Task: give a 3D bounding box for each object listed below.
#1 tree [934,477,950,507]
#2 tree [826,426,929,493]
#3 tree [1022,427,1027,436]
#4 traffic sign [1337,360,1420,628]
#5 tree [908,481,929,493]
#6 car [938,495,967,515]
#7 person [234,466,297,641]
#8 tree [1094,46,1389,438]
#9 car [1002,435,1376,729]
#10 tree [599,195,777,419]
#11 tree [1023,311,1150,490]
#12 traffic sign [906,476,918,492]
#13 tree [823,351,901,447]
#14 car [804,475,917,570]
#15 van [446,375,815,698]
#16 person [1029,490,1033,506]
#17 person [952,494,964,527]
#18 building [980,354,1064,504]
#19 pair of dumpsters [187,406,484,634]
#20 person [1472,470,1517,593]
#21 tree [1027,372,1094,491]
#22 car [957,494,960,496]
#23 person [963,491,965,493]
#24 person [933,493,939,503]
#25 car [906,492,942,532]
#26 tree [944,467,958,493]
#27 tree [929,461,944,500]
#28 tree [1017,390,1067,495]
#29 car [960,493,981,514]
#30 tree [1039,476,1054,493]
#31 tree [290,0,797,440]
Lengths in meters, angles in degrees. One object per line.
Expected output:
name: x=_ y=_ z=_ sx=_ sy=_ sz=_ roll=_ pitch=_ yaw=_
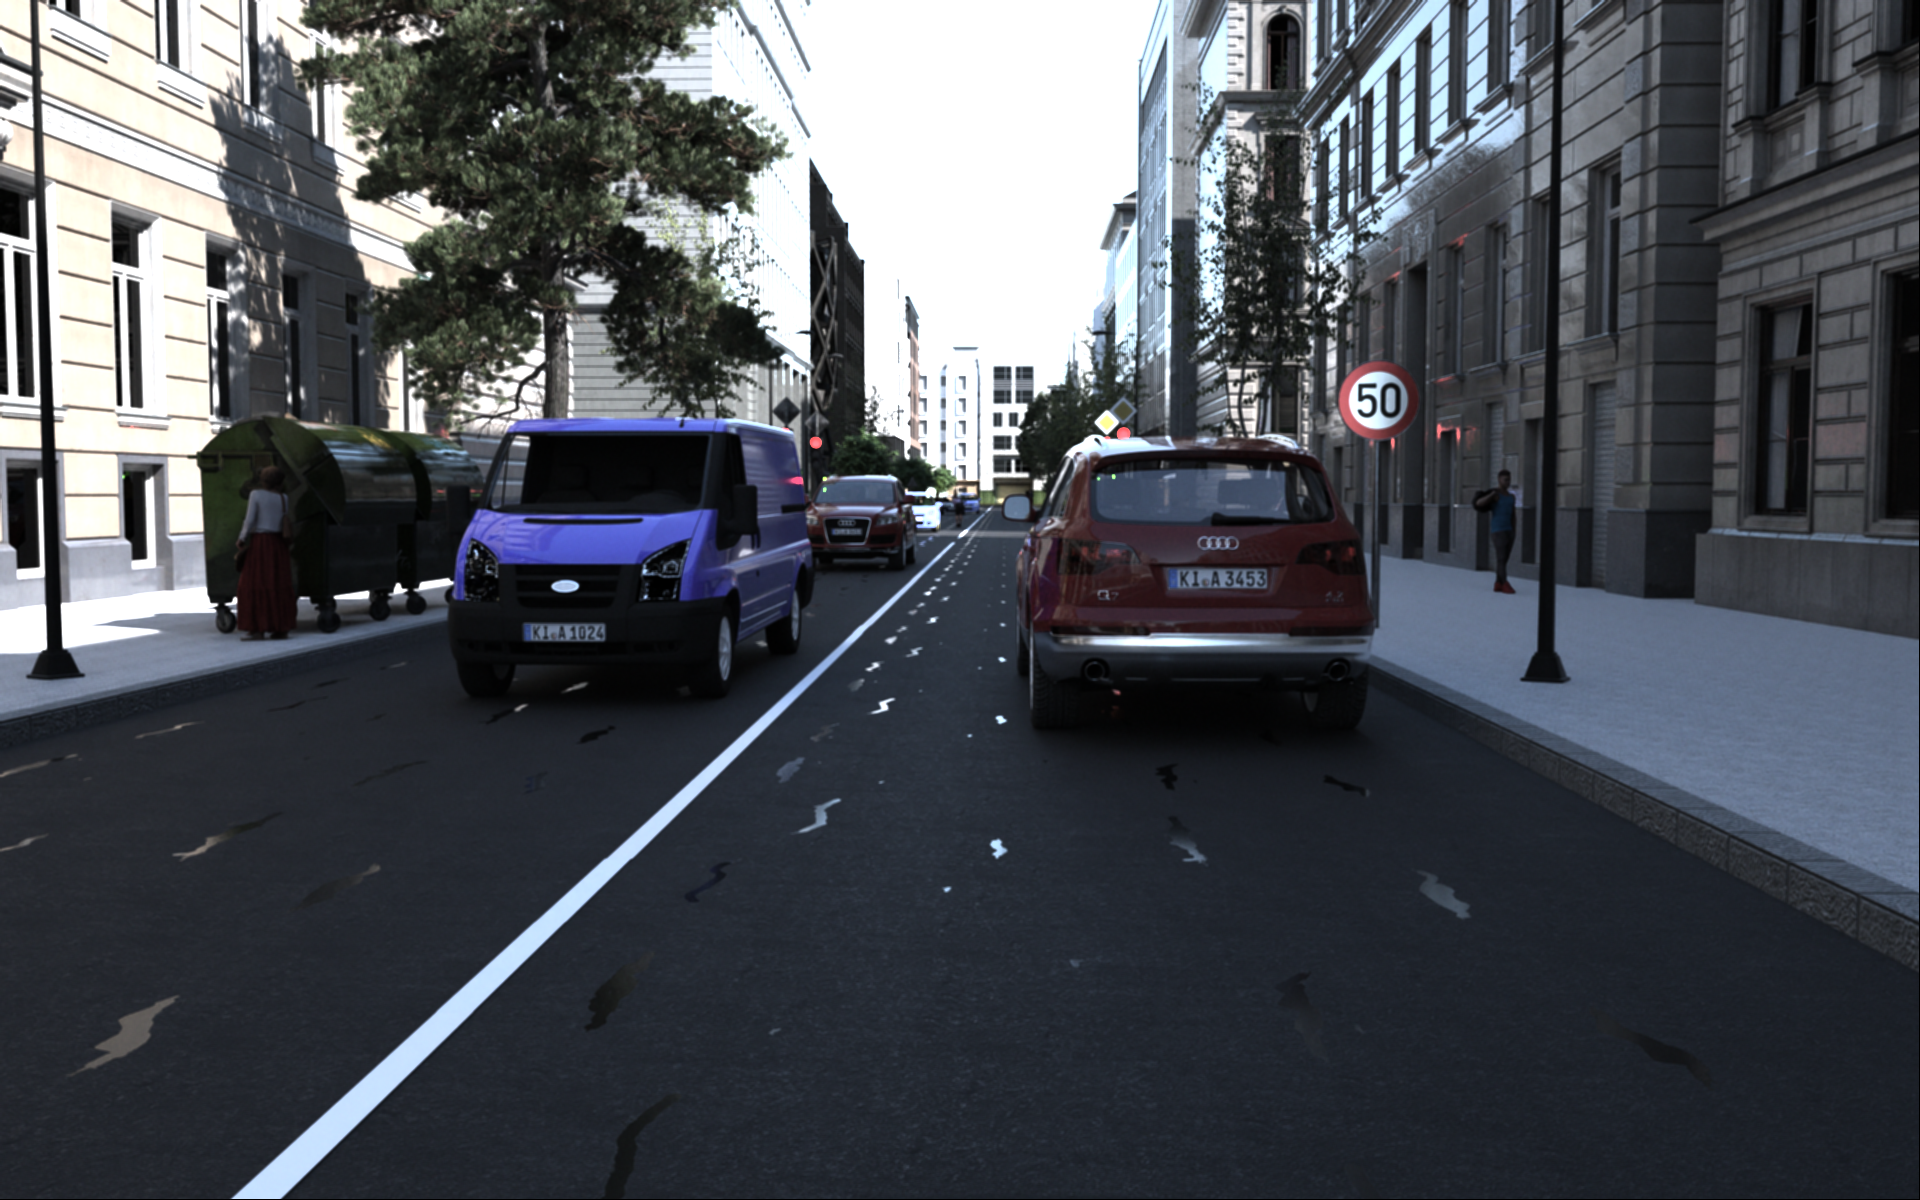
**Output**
tree: x=-2.165 y=-11.253 z=178.580 sx=1.663 sy=3.219 sz=1.824 roll=0 pitch=3 yaw=0
tree: x=-4.649 y=-6.021 z=82.154 sx=4.285 sy=4.588 sz=4.351 roll=0 pitch=3 yaw=0
tree: x=6.794 y=-10.568 z=123.152 sx=4.360 sy=8.622 sz=3.978 roll=0 pitch=3 yaw=0
traffic sign: x=3.980 y=-1.005 z=16.537 sx=0.768 sy=2.556 sz=0.104 roll=1 pitch=4 yaw=8
tree: x=-3.286 y=-8.857 z=139.409 sx=1.663 sy=3.219 sz=1.824 roll=0 pitch=3 yaw=0
car: x=-0.519 y=-6.580 z=120.164 sx=1.945 sy=1.354 sz=3.894 roll=0 pitch=4 yaw=0
person: x=-6.103 y=-0.412 z=15.240 sx=0.387 sy=1.526 sz=0.523 roll=3 pitch=5 yaw=42
tree: x=5.104 y=-4.844 z=29.556 sx=4.360 sy=8.622 sz=3.978 roll=0 pitch=3 yaw=0
car: x=1.444 y=-0.210 z=12.112 sx=2.281 sy=1.827 sz=5.304 roll=0 pitch=4 yaw=0
tree: x=-6.139 y=-5.546 z=41.033 sx=4.737 sy=8.622 sz=4.395 roll=0 pitch=3 yaw=0
tree: x=5.753 y=-7.254 z=68.959 sx=4.737 sy=8.622 sz=4.395 roll=0 pitch=3 yaw=0
traffic sign: x=-3.481 y=-7.712 z=126.090 sx=0.884 sy=2.594 sz=0.081 roll=0 pitch=4 yaw=8
tree: x=-4.839 y=-8.456 z=88.621 sx=4.360 sy=8.622 sz=3.978 roll=0 pitch=3 yaw=0
car: x=-1.981 y=-1.570 z=34.350 sx=2.281 sy=1.827 sz=5.304 roll=0 pitch=4 yaw=2
van: x=-2.476 y=-0.587 z=13.986 sx=2.240 sy=2.365 sz=5.245 roll=0 pitch=4 yaw=3
person: x=5.239 y=-7.466 z=131.010 sx=0.568 sy=1.767 sz=0.683 roll=1 pitch=4 yaw=22
person: x=-0.105 y=-3.888 z=75.305 sx=0.421 sy=1.427 sz=0.697 roll=-2 pitch=4 yaw=-27
building: x=18.491 y=-22.068 z=227.275 sx=31.486 sy=18.905 sz=16.747 roll=0 pitch=4 yaw=1
pair of dumpsters: x=-6.293 y=-0.942 z=17.891 sx=1.574 sy=2.255 sz=4.436 roll=0 pitch=4 yaw=2
person: x=7.036 y=-0.896 z=22.568 sx=0.647 sy=1.594 sz=0.662 roll=-3 pitch=4 yaw=-37
tree: x=6.919 y=-9.454 z=104.939 sx=4.360 sy=8.622 sz=3.978 roll=0 pitch=3 yaw=0
car: x=0.351 y=-8.890 z=157.156 sx=2.131 sy=1.459 sz=4.920 roll=0 pitch=4 yaw=3
person: x=0.418 y=-10.572 z=182.295 sx=0.436 sy=1.711 sz=0.756 roll=-2 pitch=4 yaw=-30
person: x=-2.666 y=-11.866 z=200.151 sx=0.705 sy=1.812 sz=1.348 roll=-2 pitch=4 yaw=-35
car: x=-1.648 y=-3.449 z=65.989 sx=1.945 sy=1.707 sz=3.694 roll=0 pitch=4 yaw=1
tree: x=-3.326 y=-9.825 z=144.348 sx=4.285 sy=4.588 sz=4.351 roll=0 pitch=3 yaw=0
tree: x=-4.083 y=-9.087 z=132.285 sx=4.285 sy=4.588 sz=4.351 roll=0 pitch=3 yaw=0
tree: x=10.767 y=-18.469 z=209.385 sx=7.806 sy=13.903 sz=7.818 roll=0 pitch=3 yaw=0
car: x=0.594 y=-7.227 z=127.748 sx=1.945 sy=1.707 sz=3.694 roll=0 pitch=4 yaw=0
tree: x=8.040 y=-9.834 z=155.379 sx=1.663 sy=3.219 sz=1.824 roll=0 pitch=3 yaw=0
tree: x=-5.895 y=-6.296 z=24.989 sx=6.751 sy=12.117 sz=7.091 roll=0 pitch=3 yaw=0
